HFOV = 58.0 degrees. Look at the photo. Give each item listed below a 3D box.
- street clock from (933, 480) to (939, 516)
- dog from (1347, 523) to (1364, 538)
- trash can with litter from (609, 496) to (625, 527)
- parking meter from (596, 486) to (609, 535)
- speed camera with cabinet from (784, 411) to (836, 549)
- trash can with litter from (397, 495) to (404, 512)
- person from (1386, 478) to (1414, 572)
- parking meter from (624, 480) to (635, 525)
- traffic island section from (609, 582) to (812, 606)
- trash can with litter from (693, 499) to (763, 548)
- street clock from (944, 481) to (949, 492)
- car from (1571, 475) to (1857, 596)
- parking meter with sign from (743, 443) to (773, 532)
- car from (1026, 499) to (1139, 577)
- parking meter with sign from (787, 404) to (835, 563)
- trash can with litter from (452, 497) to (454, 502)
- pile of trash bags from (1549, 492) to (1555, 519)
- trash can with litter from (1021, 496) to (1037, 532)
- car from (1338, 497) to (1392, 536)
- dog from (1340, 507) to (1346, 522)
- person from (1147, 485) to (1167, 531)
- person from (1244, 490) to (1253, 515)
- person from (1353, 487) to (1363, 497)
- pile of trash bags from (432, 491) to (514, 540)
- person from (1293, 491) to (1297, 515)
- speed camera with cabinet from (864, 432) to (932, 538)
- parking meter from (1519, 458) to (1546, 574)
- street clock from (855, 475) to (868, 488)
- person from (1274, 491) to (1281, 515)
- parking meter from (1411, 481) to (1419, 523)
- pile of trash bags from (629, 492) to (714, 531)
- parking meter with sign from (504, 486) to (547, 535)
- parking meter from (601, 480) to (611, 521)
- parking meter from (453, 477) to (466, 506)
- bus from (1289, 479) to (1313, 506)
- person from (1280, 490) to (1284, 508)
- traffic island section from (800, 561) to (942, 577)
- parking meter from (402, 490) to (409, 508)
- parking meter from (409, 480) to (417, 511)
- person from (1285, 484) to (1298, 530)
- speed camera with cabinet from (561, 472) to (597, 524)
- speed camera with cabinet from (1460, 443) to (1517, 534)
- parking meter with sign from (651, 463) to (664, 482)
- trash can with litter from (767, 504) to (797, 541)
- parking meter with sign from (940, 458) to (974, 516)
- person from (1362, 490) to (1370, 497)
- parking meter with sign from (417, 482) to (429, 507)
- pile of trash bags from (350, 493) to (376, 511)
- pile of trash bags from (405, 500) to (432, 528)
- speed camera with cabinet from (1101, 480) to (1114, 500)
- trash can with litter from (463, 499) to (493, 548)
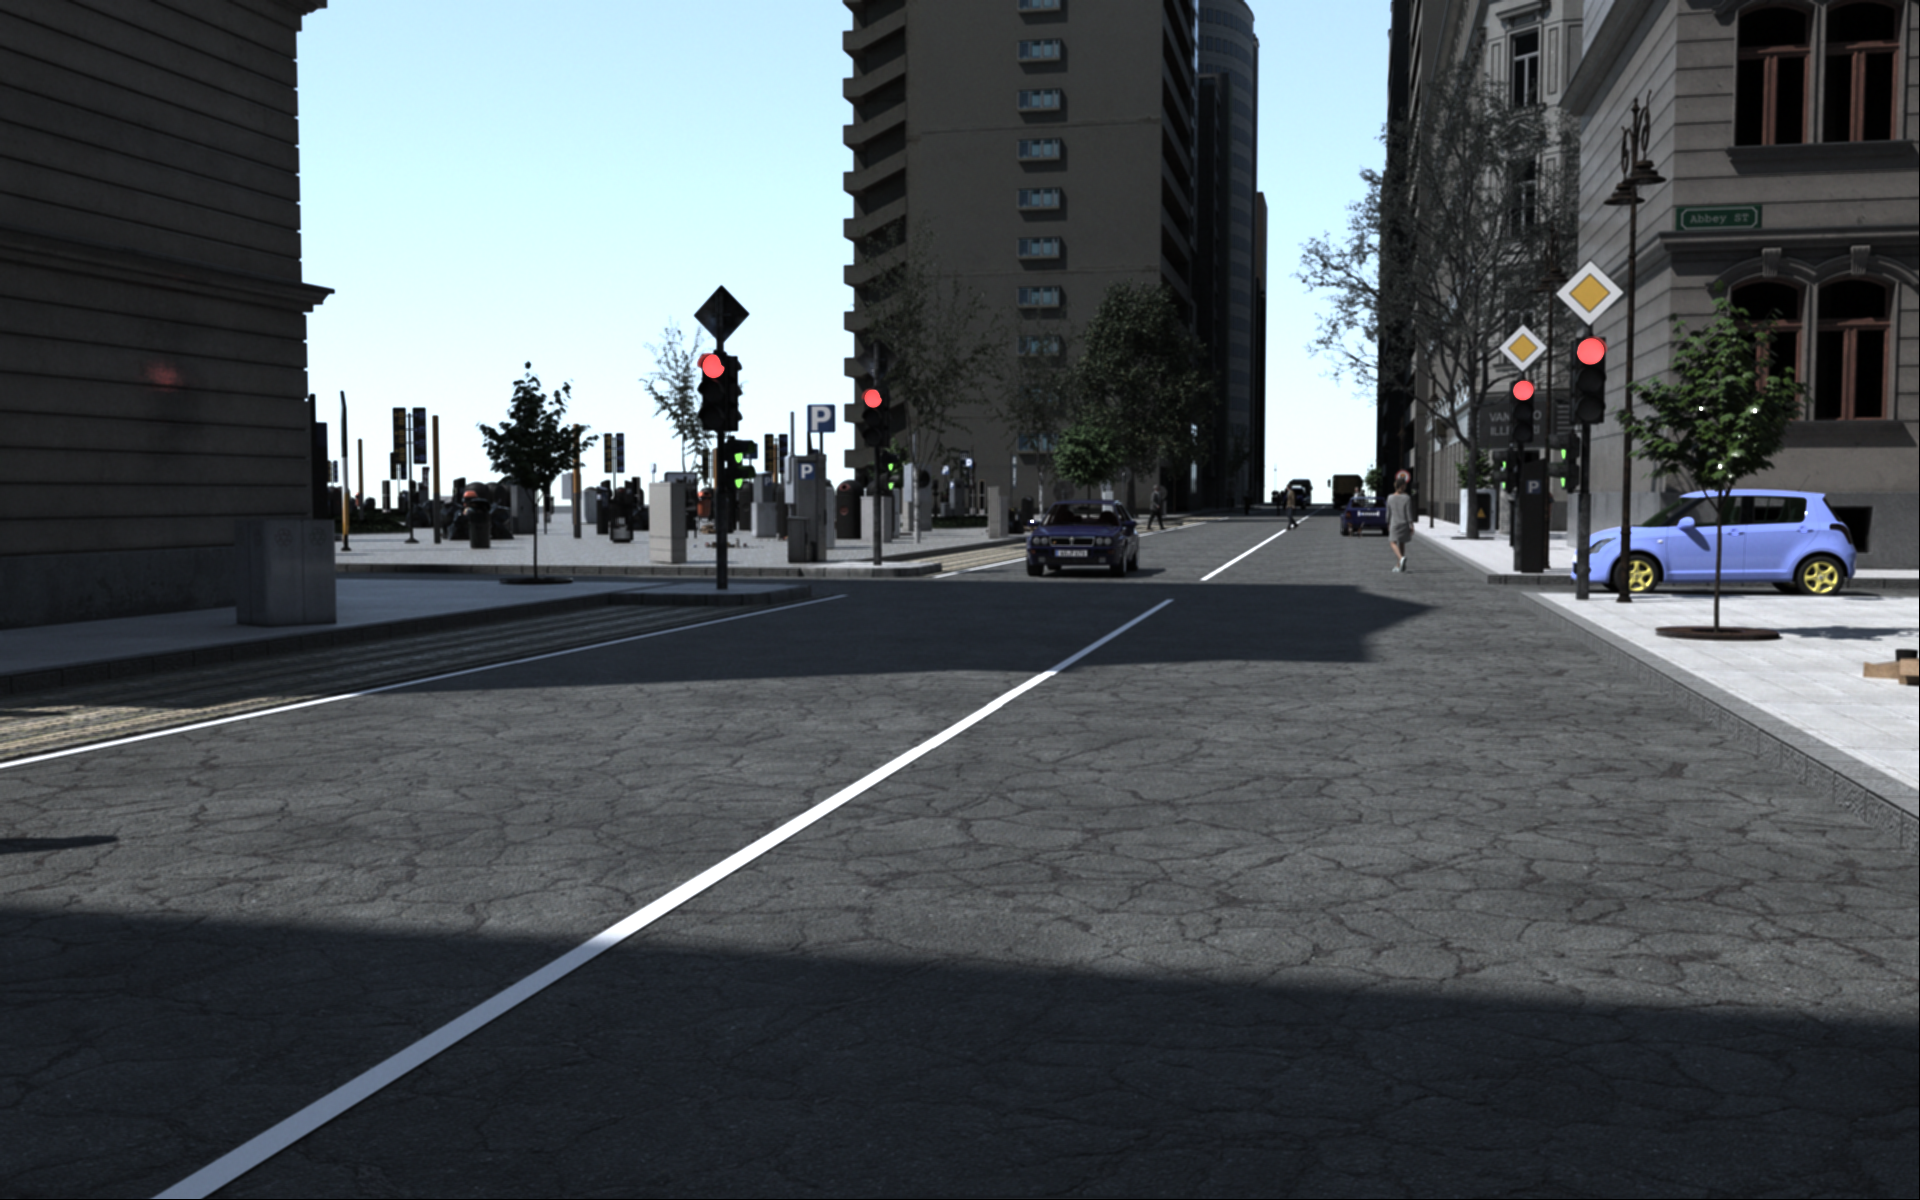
[{"bbox_3d":[-1.216,-5.004,86.393,0.358,2.002,0.471,0,4,2],"label":"street clock"},{"bbox_3d":[12.911,-2.281,56.582,0.406,0.507,0.540,2,4,34],"label":"dog"},{"bbox_3d":[-13.688,-3.467,67.737,1.678,1.210,2.233,0,4,5],"label":"trash can with litter"},{"bbox_3d":[-11.365,-2.854,55.069,0.372,1.533,0.369,0,3,0],"label":"parking meter"},{"bbox_3d":[-3.566,-2.852,40.973,0.660,3.252,2.038,-2,4,-24],"label":"speed camera with cabinet"},{"bbox_3d":[-29.306,-4.822,89.905,1.678,1.210,2.233,1,4,11],"label":"trash can with litter"},{"bbox_3d":[8.070,-1.372,31.686,0.466,1.731,0.760,0,4,-7],"label":"person"},{"bbox_3d":[-13.749,-4.061,72.115,0.399,1.863,0.255,0,4,-4],"label":"parking meter"},{"bbox_3d":[-3.239,-0.072,23.457,2.009,0.180,2.903,1,4,12],"label":"traffic island section"},{"bbox_3d":[-5.634,-1.898,42.086,1.678,1.210,2.233,0,4,-7],"label":"trash can with litter"},{"bbox_3d":[-0.691,-5.775,98.999,0.358,2.002,0.471,-2,4,-31],"label":"street clock"},{"bbox_3d":[10.679,-0.923,24.682,3.694,1.707,1.945,1,4,12],"label":"car"},{"bbox_3d":[-6.674,-3.807,58.507,0.543,3.016,1.738,-3,4,-36],"label":"parking meter with sign"},{"bbox_3d":[2.256,-1.148,31.346,1.945,1.354,3.894,1,4,11],"label":"car"},{"bbox_3d":[-2.848,-2.241,32.904,0.543,3.016,1.738,1,4,11],"label":"parking meter with sign"},{"bbox_3d":[-26.196,-4.941,91.840,1.678,1.210,2.233,-1,4,-13],"label":"trash can with litter"},{"bbox_3d":[17.911,-2.430,49.478,1.912,1.369,3.447,-3,5,-42],"label":"pile of trash bags"},{"bbox_3d":[1.945,-2.932,58.993,2.233,1.210,1.678,-3,5,-41],"label":"trash can with litter"},{"bbox_3d":[14.175,-2.924,60.392,1.945,1.354,3.894,1,4,11],"label":"car"},{"bbox_3d":[19.689,-4.421,89.113,0.800,0.831,0.513,0,4,-5],"label":"dog"},{"bbox_3d":[7.699,-3.584,67.497,0.834,1.777,0.661,1,4,15],"label":"person"},{"bbox_3d":[20.044,-6.803,120.460,0.721,1.736,1.217,3,4,38],"label":"person"},{"bbox_3d":[19.669,-4.709,85.889,0.834,1.777,0.661,-3,5,-42],"label":"person"},{"bbox_3d":[-13.925,-2.441,49.660,1.912,1.369,3.447,-1,4,-21],"label":"pile of trash bags"},{"bbox_3d":[22.590,-6.587,117.670,0.593,1.643,0.415,0,4,-6],"label":"person"},{"bbox_3d":[-1.853,-3.474,51.135,2.038,3.252,0.660,-2,4,-30],"label":"speed camera with cabinet"},{"bbox_3d":[9.265,-1.367,28.066,0.399,1.863,0.255,1,4,16],"label":"parking meter"},{"bbox_3d":[-3.676,-3.677,64.691,0.471,2.002,0.358,-3,5,-44],"label":"street clock"},{"bbox_3d":[21.241,-6.480,115.922,0.415,1.643,0.593,-1,4,-15],"label":"person"},{"bbox_3d":[20.532,-4.434,78.203,0.255,1.863,0.399,2,4,34],"label":"parking meter"},{"bbox_3d":[-10.123,-3.175,61.659,1.912,1.369,3.447,2,4,35],"label":"pile of trash bags"},{"bbox_3d":[-13.899,-3.592,54.991,0.543,3.016,1.738,3,5,44],"label":"parking meter with sign"},{"bbox_3d":[-14.637,-4.027,71.552,0.399,1.863,0.255,3,4,37],"label":"parking meter"},{"bbox_3d":[-17.491,-3.354,60.542,0.255,1.863,0.399,3,4,37],"label":"parking meter"},{"bbox_3d":[40.768,-13.006,207.504,2.948,3.499,13.247,1,4,12],"label":"bus"},{"bbox_3d":[32.515,-10.159,174.601,1.348,1.824,0.705,1,4,18],"label":"person"},{"bbox_3d":[-1.507,-0.549,31.253,2.009,0.180,2.903,1,4,12],"label":"traffic island section"},{"bbox_3d":[-33.876,-5.959,105.845,0.372,1.533,0.369,0,3,0],"label":"parking meter"},{"bbox_3d":[-23.062,-4.116,73.004,0.255,1.863,0.399,-2,4,-28],"label":"parking meter"},{"bbox_3d":[13.276,-3.737,69.518,0.836,1.842,0.656,-3,5,-39],"label":"person"},{"bbox_3d":[-16.284,-4.899,74.439,0.660,3.252,2.038,2,4,24],"label":"speed camera with cabinet"},{"bbox_3d":[17.066,-3.732,55.346,2.038,3.252,0.660,-1,4,-9],"label":"speed camera with cabinet"},{"bbox_3d":[-16.698,-6.268,98.744,1.738,3.016,0.543,-2,4,-33],"label":"parking meter with sign"},{"bbox_3d":[-4.379,-2.221,47.369,1.678,1.210,2.233,-3,4,-37],"label":"trash can with litter"},{"bbox_3d":[-0.161,-5.371,84.070,1.738,3.016,0.543,-3,5,-40],"label":"parking meter with sign"},{"bbox_3d":[29.828,-7.253,127.620,0.750,1.759,0.617,-1,4,-10],"label":"person"},{"bbox_3d":[-35.060,-7.143,113.041,1.738,3.016,0.543,-2,4,-23],"label":"parking meter with sign"},{"bbox_3d":[-39.369,-6.357,113.689,1.912,1.369,3.447,-1,4,-17],"label":"pile of trash bags"},{"bbox_3d":[-19.704,-3.480,66.650,1.912,1.369,3.447,1,4,20],"label":"pile of trash bags"},{"bbox_3d":[8.924,-6.757,104.811,0.660,3.252,2.038,0,4,-1],"label":"speed camera with cabinet"},{"bbox_3d":[-11.412,-1.814,41.043,0.624,1.170,1.055,-1,4,-11],"label":"trash can with litter"}]
